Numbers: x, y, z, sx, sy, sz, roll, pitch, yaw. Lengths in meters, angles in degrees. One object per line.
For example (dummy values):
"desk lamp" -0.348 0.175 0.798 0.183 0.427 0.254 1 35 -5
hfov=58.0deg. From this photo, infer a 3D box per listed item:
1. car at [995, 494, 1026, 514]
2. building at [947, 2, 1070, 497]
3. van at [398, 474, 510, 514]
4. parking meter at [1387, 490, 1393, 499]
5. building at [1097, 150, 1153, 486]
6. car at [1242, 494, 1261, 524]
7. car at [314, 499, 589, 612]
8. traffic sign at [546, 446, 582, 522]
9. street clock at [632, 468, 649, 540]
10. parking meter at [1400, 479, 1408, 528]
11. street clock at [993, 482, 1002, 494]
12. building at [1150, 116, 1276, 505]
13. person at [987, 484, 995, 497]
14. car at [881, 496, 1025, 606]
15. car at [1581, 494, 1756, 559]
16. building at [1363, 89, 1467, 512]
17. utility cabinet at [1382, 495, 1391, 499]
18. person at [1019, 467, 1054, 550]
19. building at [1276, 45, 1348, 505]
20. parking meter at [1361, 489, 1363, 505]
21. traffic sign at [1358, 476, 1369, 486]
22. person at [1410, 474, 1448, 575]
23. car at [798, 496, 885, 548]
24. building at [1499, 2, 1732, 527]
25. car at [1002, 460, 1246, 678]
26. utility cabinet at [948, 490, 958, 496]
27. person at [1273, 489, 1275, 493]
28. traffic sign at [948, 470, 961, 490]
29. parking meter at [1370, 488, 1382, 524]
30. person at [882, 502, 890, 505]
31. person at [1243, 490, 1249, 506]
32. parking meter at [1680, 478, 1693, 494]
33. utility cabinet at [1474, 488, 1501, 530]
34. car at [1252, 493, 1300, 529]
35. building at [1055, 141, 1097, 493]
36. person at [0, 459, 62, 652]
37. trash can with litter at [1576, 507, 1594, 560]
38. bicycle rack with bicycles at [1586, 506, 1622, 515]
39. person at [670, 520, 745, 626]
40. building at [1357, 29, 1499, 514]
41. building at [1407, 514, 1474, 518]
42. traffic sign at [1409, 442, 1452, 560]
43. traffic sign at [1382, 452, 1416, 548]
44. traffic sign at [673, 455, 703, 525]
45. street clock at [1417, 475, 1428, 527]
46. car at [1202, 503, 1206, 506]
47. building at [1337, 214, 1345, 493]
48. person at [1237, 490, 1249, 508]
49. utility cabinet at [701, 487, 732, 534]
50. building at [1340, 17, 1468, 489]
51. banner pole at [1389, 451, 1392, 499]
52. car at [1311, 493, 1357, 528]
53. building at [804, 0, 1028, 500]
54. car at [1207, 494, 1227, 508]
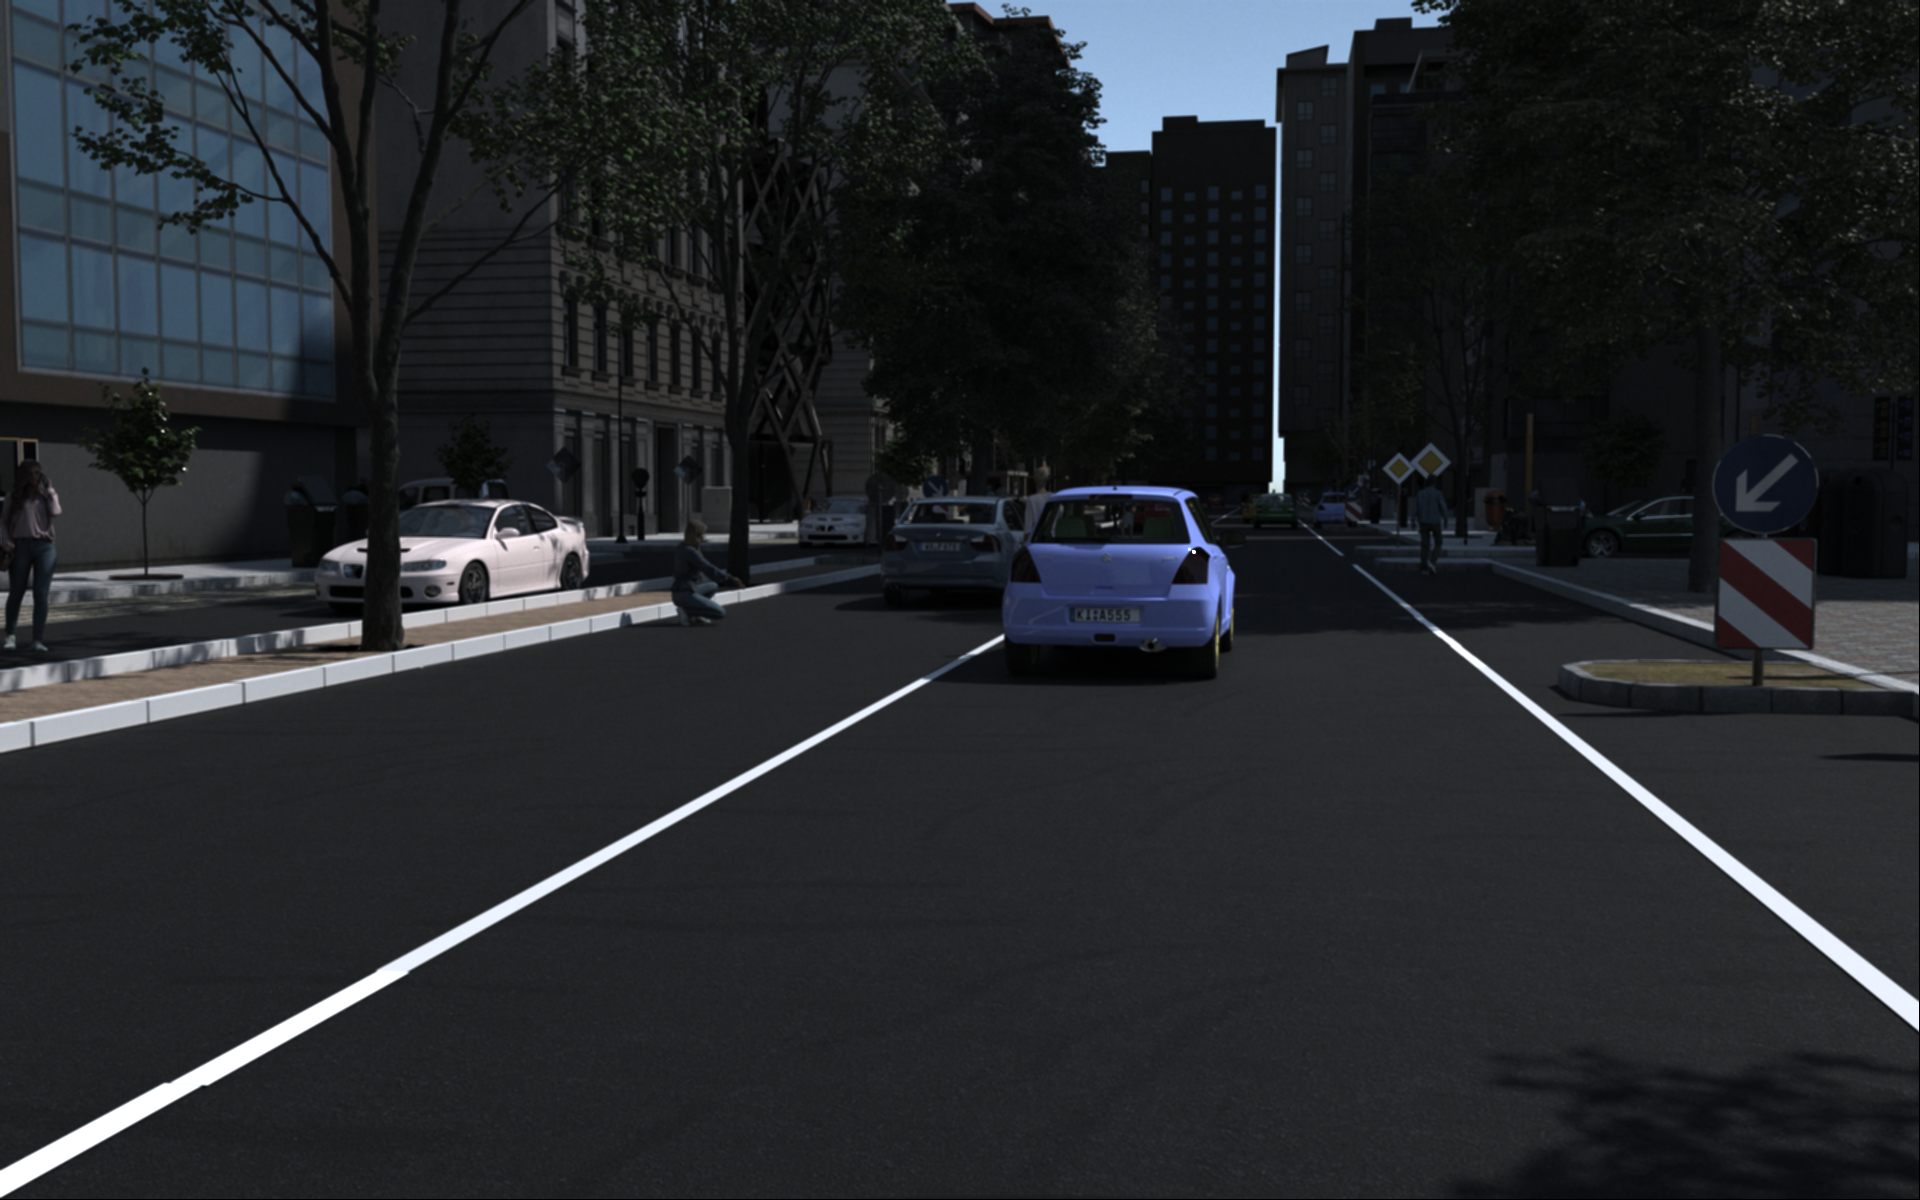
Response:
"car" 1.973 -3.899 75.547 2.131 1.459 4.920 1 4 11
"building" -1.773 -30.864 159.244 22.147 44.769 28.867 1 4 10
"van" -13.068 -2.157 42.282 4.112 2.044 2.013 1 4 8
"parking meter" 27.486 -6.253 110.644 0.372 1.533 0.369 0 3 0
"building" 16.497 -32.203 210.112 14.086 41.232 14.154 1 4 10
"car" 14.773 -4.559 84.762 2.015 1.641 3.980 1 4 12
"car" -6.416 -0.612 22.368 2.083 1.381 4.827 1 4 11
"traffic sign" -8.353 -2.012 36.533 0.795 2.450 0.064 1 4 10
"street clock" -8.876 -2.665 48.149 0.471 2.002 0.358 -1 4 -14
"parking meter" 16.914 -3.686 65.970 0.255 1.863 0.399 1 4 13
"street clock" 2.307 -6.227 106.387 0.471 2.002 0.358 -1 4 -12
"building" 30.474 -34.111 207.818 14.200 45.320 14.600 1 4 10
"person" 1.213 -3.700 68.861 0.748 1.841 0.638 -2 4 -33
"car" 0.136 -0.701 23.471 2.014 1.417 4.499 1 4 11
"car" 15.290 -1.585 37.714 4.920 1.459 2.131 0 4 8
"building" 36.916 -21.754 127.374 14.160 30.474 14.107 1 4 10
"utility cabinet" 25.473 -5.719 104.660 1.020 1.237 0.306 0 4 1
"person" 1.114 -0.655 19.884 0.731 1.740 0.598 -3 5 -42
"building" 52.245 -38.029 211.006 27.495 52.752 28.713 1 4 10
"parking meter" 21.762 -5.181 93.115 0.372 1.533 0.369 0 3 0
"traffic sign" 22.026 -5.654 94.568 0.606 2.300 0.079 1 4 17
"person" 8.245 -1.320 30.418 0.601 1.785 0.444 2 4 32
"car" -3.127 -2.154 47.575 2.083 1.381 4.827 1 4 9
"building" 29.247 -18.350 71.719 14.160 30.474 14.107 1 4 10
"car" 1.459 -0.323 14.878 1.945 1.707 3.694 1 4 11
"utility cabinet" -0.376 -4.990 90.263 0.318 1.500 1.173 1 4 10
"person" 25.083 -7.937 138.357 1.348 1.812 0.705 -1 4 -23
"traffic sign" -0.313 -5.700 93.297 0.768 2.556 0.104 1 4 17
"parking meter" 17.995 -4.078 75.087 0.372 1.533 0.369 0 3 0
"person" -2.456 -2.754 54.539 0.512 1.701 0.522 0 4 -8
"person" 25.226 -8.807 152.516 0.705 1.821 1.348 -2 4 -24
"parking meter" 26.054 -3.452 62.145 0.255 1.863 0.399 0 4 -8
"utility cabinet" 18.662 -3.215 61.240 1.173 1.500 0.318 -3 5 -41
"car" 13.120 -3.861 71.919 1.959 1.807 4.718 1 4 11
"building" 6.686 -30.755 186.443 14.086 41.232 14.154 1 4 10
"person" -8.566 -0.415 15.872 0.593 1.750 0.643 -2 4 -30
"trash can with litter" 11.690 -1.353 33.513 1.055 1.170 0.624 -2 4 -34
"bicycle rack with bicycles" 19.029 -2.356 51.902 2.925 0.926 2.852 0 4 -4
"person" -2.856 -0.313 19.120 0.738 1.151 1.012 -1 4 -21
"building" 49.838 -27.659 144.113 32.217 40.220 23.993 1 4 10
"building" 42.408 -24.926 99.413 32.217 40.220 23.993 1 4 10
"traffic sign" 9.069 -1.823 33.450 0.795 2.450 0.064 1 4 10
"traffic sign" 10.457 -2.304 41.314 0.795 2.450 0.064 1 4 10
"traffic sign" -6.966 -2.493 44.397 0.795 2.450 0.064 1 4 10
"street clock" 17.767 -3.782 66.413 0.358 2.002 0.471 -2 4 -24
"car" 10.497 -4.341 81.192 2.015 1.641 3.980 1 4 11
"building" 46.194 -24.897 178.773 14.160 30.474 14.107 1 4 10
"person" 29.637 -10.585 181.502 1.348 1.831 0.705 0 4 -5
"utility cabinet" -7.684 -2.840 55.105 1.173 1.500 0.318 2 4 32
"building" 43.850 -31.453 164.364 14.600 45.320 14.200 1 4 10
"banner pole" 25.323 -6.845 101.928 0.401 3.779 0.863 1 4 22
"car" 16.063 -3.952 74.211 1.945 1.707 3.694 1 4 9
"building" -11.412 -27.023 133.712 32.217 40.220 23.993 1 4 10
"car" 26.880 -10.538 181.337 2.155 1.783 4.494 1 4 10
